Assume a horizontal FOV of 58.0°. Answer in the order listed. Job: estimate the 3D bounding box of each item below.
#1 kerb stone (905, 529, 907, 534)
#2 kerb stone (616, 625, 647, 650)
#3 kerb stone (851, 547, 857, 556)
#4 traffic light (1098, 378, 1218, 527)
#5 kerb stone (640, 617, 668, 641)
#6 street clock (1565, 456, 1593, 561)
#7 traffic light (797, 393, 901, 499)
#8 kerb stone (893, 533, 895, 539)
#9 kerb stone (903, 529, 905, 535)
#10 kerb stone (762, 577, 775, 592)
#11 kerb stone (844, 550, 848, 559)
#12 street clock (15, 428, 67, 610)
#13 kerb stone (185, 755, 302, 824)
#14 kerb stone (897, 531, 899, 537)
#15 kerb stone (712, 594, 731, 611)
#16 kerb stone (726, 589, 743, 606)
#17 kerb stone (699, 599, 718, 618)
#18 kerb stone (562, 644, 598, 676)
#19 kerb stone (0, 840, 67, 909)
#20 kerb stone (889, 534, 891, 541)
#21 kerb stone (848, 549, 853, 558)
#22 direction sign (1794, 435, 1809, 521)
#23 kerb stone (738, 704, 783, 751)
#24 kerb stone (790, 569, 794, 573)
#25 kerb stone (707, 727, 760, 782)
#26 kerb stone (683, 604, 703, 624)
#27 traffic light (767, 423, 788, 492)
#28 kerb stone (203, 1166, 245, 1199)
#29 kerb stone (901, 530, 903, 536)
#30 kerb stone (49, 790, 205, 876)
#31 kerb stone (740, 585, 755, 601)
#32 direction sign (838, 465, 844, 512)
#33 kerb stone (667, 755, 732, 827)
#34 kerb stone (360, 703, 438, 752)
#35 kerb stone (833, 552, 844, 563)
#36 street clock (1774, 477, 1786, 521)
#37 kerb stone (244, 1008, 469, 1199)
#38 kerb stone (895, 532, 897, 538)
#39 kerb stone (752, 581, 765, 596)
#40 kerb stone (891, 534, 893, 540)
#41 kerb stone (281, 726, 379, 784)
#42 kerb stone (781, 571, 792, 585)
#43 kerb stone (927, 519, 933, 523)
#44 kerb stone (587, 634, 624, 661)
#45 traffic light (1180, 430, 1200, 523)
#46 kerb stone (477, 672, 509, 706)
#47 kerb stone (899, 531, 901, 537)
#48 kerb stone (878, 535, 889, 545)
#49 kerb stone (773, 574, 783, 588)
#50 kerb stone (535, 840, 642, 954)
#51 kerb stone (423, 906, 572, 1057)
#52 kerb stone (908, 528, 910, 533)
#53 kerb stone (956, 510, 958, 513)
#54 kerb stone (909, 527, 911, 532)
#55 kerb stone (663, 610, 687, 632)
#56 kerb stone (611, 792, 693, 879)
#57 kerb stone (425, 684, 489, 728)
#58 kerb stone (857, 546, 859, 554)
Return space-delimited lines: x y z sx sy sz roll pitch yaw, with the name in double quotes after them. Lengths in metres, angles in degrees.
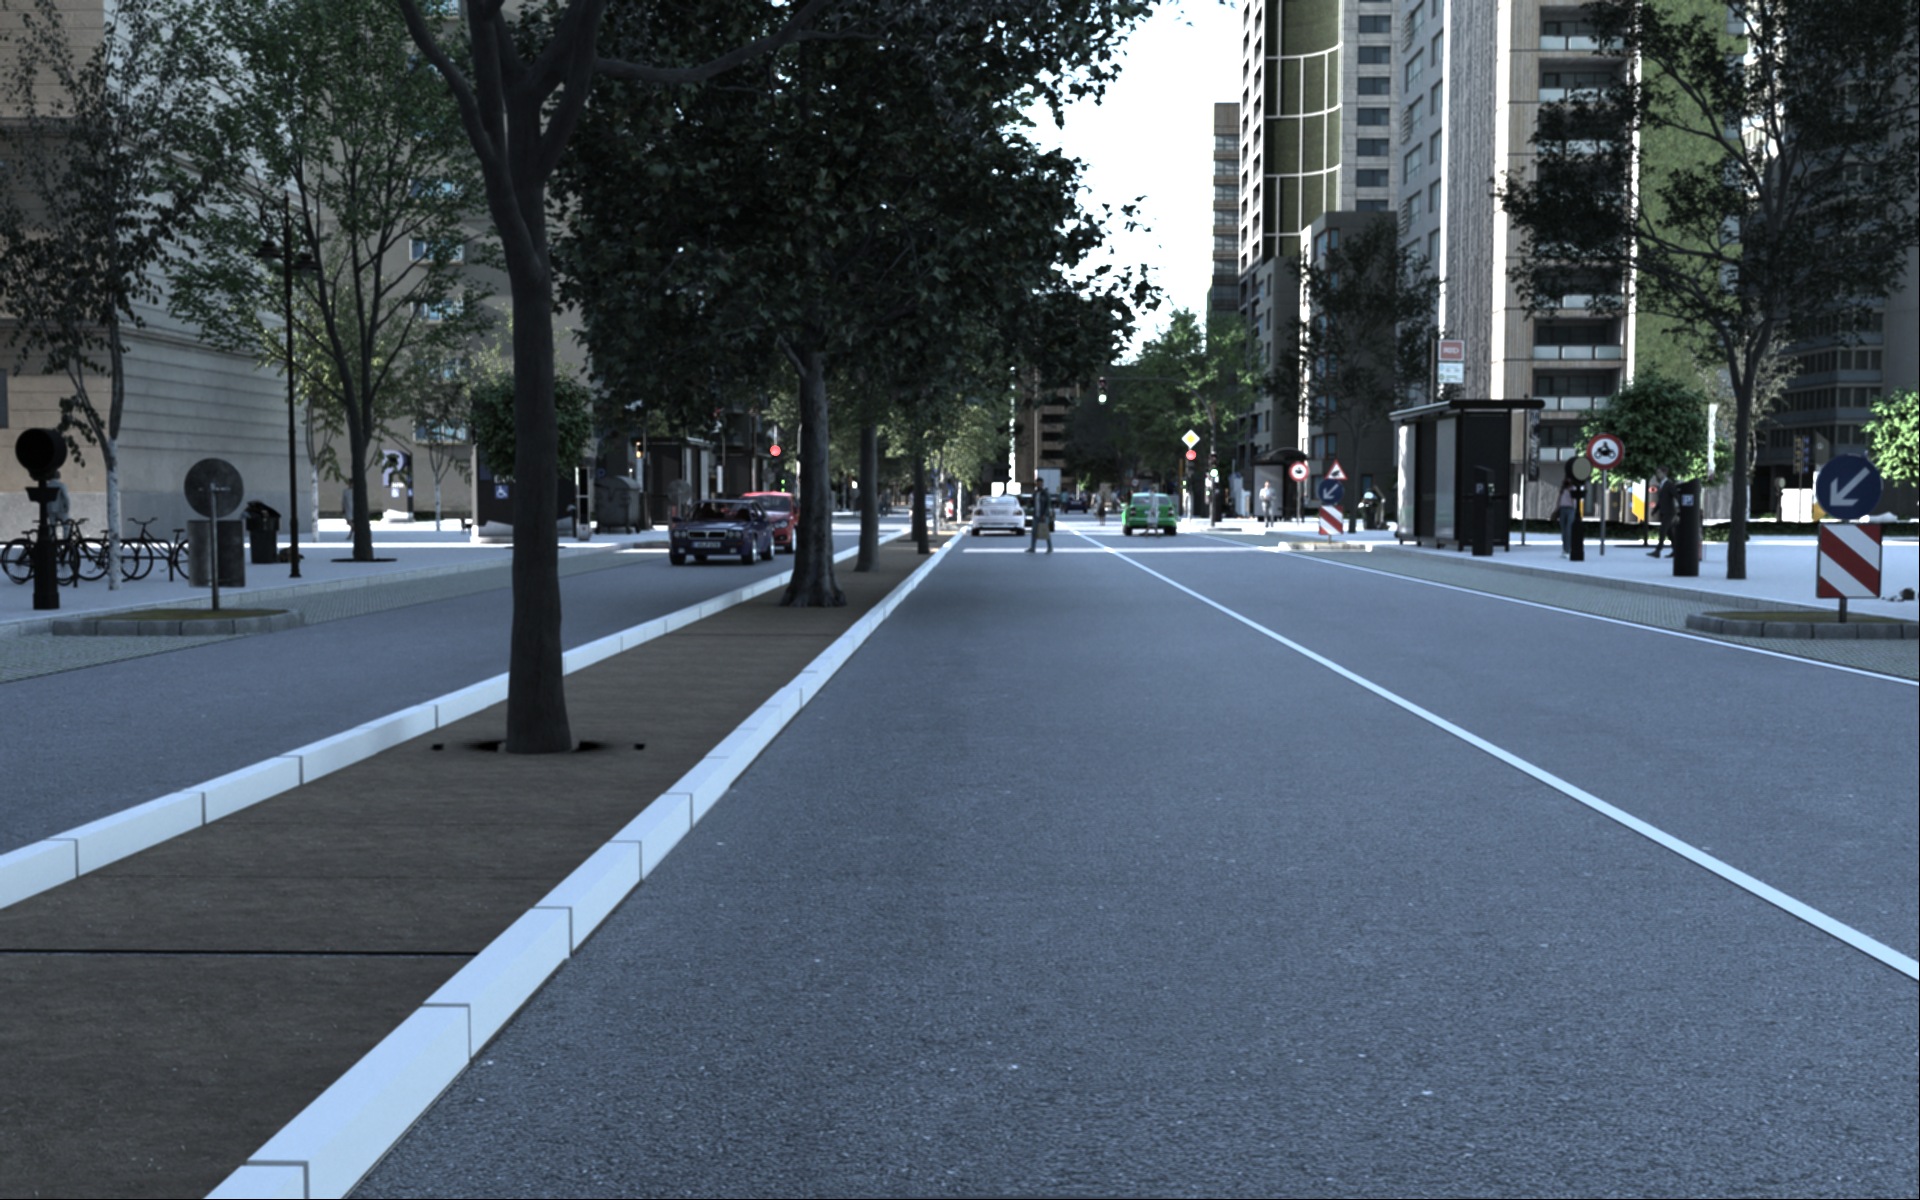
-2.034 -2.320 60.217 0.120 0.150 1.000 0 4 1 "kerb stone"
-3.103 0.369 16.159 0.120 0.150 1.000 0 4 1 "kerb stone"
-2.530 -1.070 39.704 0.120 0.150 1.000 0 4 1 "kerb stone"
7.766 -5.687 67.657 4.771 5.953 1.251 0 4 1 "traffic light"
-3.080 0.307 17.181 0.120 0.150 1.000 0 4 1 "kerb stone"
11.838 -1.749 33.175 0.471 2.002 0.358 -1 4 -16 "street clock"
-4.911 -6.204 76.111 4.771 5.953 1.251 0 4 1 "traffic light"
-2.183 -1.949 54.062 0.120 0.150 1.000 0 4 1 "kerb stone"
-2.069 -2.260 59.190 0.120 0.150 1.000 0 4 1 "kerb stone"
-2.880 -0.194 25.372 0.120 0.150 1.000 0 4 1 "kerb stone"
-2.585 -0.943 37.657 0.120 0.150 1.000 0 4 1 "kerb stone"
-10.173 -0.896 19.226 0.471 2.002 0.358 0 4 7 "street clock"
-3.302 0.873 7.970 0.120 0.150 1.000 0 4 1 "kerb stone"
-2.132 -2.075 56.115 0.120 0.150 1.000 0 4 1 "kerb stone"
-2.980 0.056 21.277 0.120 0.150 1.000 0 4 1 "kerb stone"
-2.961 -0.005 22.302 0.120 0.150 1.000 0 4 1 "kerb stone"
-3.004 0.119 20.255 0.120 0.150 1.000 0 4 1 "kerb stone"
-3.149 0.494 14.116 0.120 0.150 1.000 0 4 1 "kerb stone"
-3.351 0.995 5.923 0.120 0.150 1.000 0 4 1 "kerb stone"
-2.236 -1.821 52.004 0.120 0.150 1.000 0 4 1 "kerb stone"
-2.554 -1.003 38.682 0.120 0.150 1.000 0 4 1 "kerb stone"
32.363 -4.567 66.665 0.876 3.537 0.379 -2 4 -31 "direction sign"
-1.155 0.748 9.972 0.120 0.150 1.000 0 4 1 "kerb stone"
-2.812 -0.382 28.442 0.120 0.150 1.000 0 4 1 "kerb stone"
-1.176 0.810 8.950 0.120 0.150 1.000 0 4 1 "kerb stone"
-3.033 0.185 19.232 0.120 0.150 1.000 0 4 1 "kerb stone"
-7.198 -4.845 68.144 0.839 4.253 0.868 0 4 1 "traffic light"
-1.325 1.186 2.811 0.120 0.150 1.000 0 4 1 "kerb stone"
-2.081 -2.200 58.168 0.120 0.150 1.000 0 4 1 "kerb stone"
-3.329 0.933 6.944 0.120 0.150 1.000 0 4 1 "kerb stone"
-2.928 -0.069 23.323 0.120 0.150 1.000 0 4 1 "kerb stone"
-8.480 -8.033 123.342 0.379 3.537 0.876 -2 4 -28 "direction sign"
-1.194 0.873 7.929 0.120 0.150 1.000 0 4 1 "kerb stone"
-3.257 0.745 10.017 0.120 0.150 1.000 0 4 1 "kerb stone"
-2.609 -0.875 36.631 0.120 0.150 1.000 0 4 1 "kerb stone"
35.583 -4.319 75.181 0.471 2.002 0.358 -2 4 -29 "street clock"
-1.301 1.123 3.836 0.120 0.150 1.000 0 4 1 "kerb stone"
-2.166 -2.012 55.094 0.120 0.150 1.000 0 4 1 "kerb stone"
-2.902 -0.132 24.350 0.120 0.150 1.000 0 4 1 "kerb stone"
-2.209 -1.886 53.031 0.120 0.150 1.000 0 4 1 "kerb stone"
-3.270 0.807 8.995 0.120 0.150 1.000 0 4 1 "kerb stone"
-2.826 -0.320 27.420 0.120 0.150 1.000 0 4 1 "kerb stone"
-1.422 -3.865 85.390 0.120 0.150 1.000 0 4 1 "kerb stone"
-3.130 0.432 15.138 0.120 0.150 1.000 0 4 1 "kerb stone"
10.052 -5.309 75.731 0.839 4.253 0.868 0 4 1 "traffic light"
-3.211 0.622 12.071 0.120 0.150 1.000 0 4 1 "kerb stone"
-2.116 -2.137 57.137 0.120 0.150 1.000 0 4 1 "kerb stone"
-2.264 -1.759 50.980 0.120 0.150 1.000 0 4 1 "kerb stone"
-2.860 -0.255 26.399 0.120 0.150 1.000 0 4 1 "kerb stone"
-1.253 0.998 5.886 0.120 0.150 1.000 0 4 1 "kerb stone"
-1.281 1.060 4.864 0.120 0.150 1.000 0 4 1 "kerb stone"
-1.984 -2.447 62.260 0.120 0.150 1.000 0 4 1 "kerb stone"
-0.043 -7.372 142.756 0.120 0.150 1.000 0 4 1 "kerb stone"
-1.964 -2.513 63.282 0.120 0.150 1.000 0 4 1 "kerb stone"
-3.049 0.244 18.202 0.120 0.150 1.000 0 4 1 "kerb stone"
-1.226 0.935 6.907 0.120 0.150 1.000 0 4 1 "kerb stone"
-3.225 0.683 11.040 0.120 0.150 1.000 0 4 1 "kerb stone"
-2.511 -1.134 40.735 0.120 0.150 1.000 0 4 1 "kerb stone"
